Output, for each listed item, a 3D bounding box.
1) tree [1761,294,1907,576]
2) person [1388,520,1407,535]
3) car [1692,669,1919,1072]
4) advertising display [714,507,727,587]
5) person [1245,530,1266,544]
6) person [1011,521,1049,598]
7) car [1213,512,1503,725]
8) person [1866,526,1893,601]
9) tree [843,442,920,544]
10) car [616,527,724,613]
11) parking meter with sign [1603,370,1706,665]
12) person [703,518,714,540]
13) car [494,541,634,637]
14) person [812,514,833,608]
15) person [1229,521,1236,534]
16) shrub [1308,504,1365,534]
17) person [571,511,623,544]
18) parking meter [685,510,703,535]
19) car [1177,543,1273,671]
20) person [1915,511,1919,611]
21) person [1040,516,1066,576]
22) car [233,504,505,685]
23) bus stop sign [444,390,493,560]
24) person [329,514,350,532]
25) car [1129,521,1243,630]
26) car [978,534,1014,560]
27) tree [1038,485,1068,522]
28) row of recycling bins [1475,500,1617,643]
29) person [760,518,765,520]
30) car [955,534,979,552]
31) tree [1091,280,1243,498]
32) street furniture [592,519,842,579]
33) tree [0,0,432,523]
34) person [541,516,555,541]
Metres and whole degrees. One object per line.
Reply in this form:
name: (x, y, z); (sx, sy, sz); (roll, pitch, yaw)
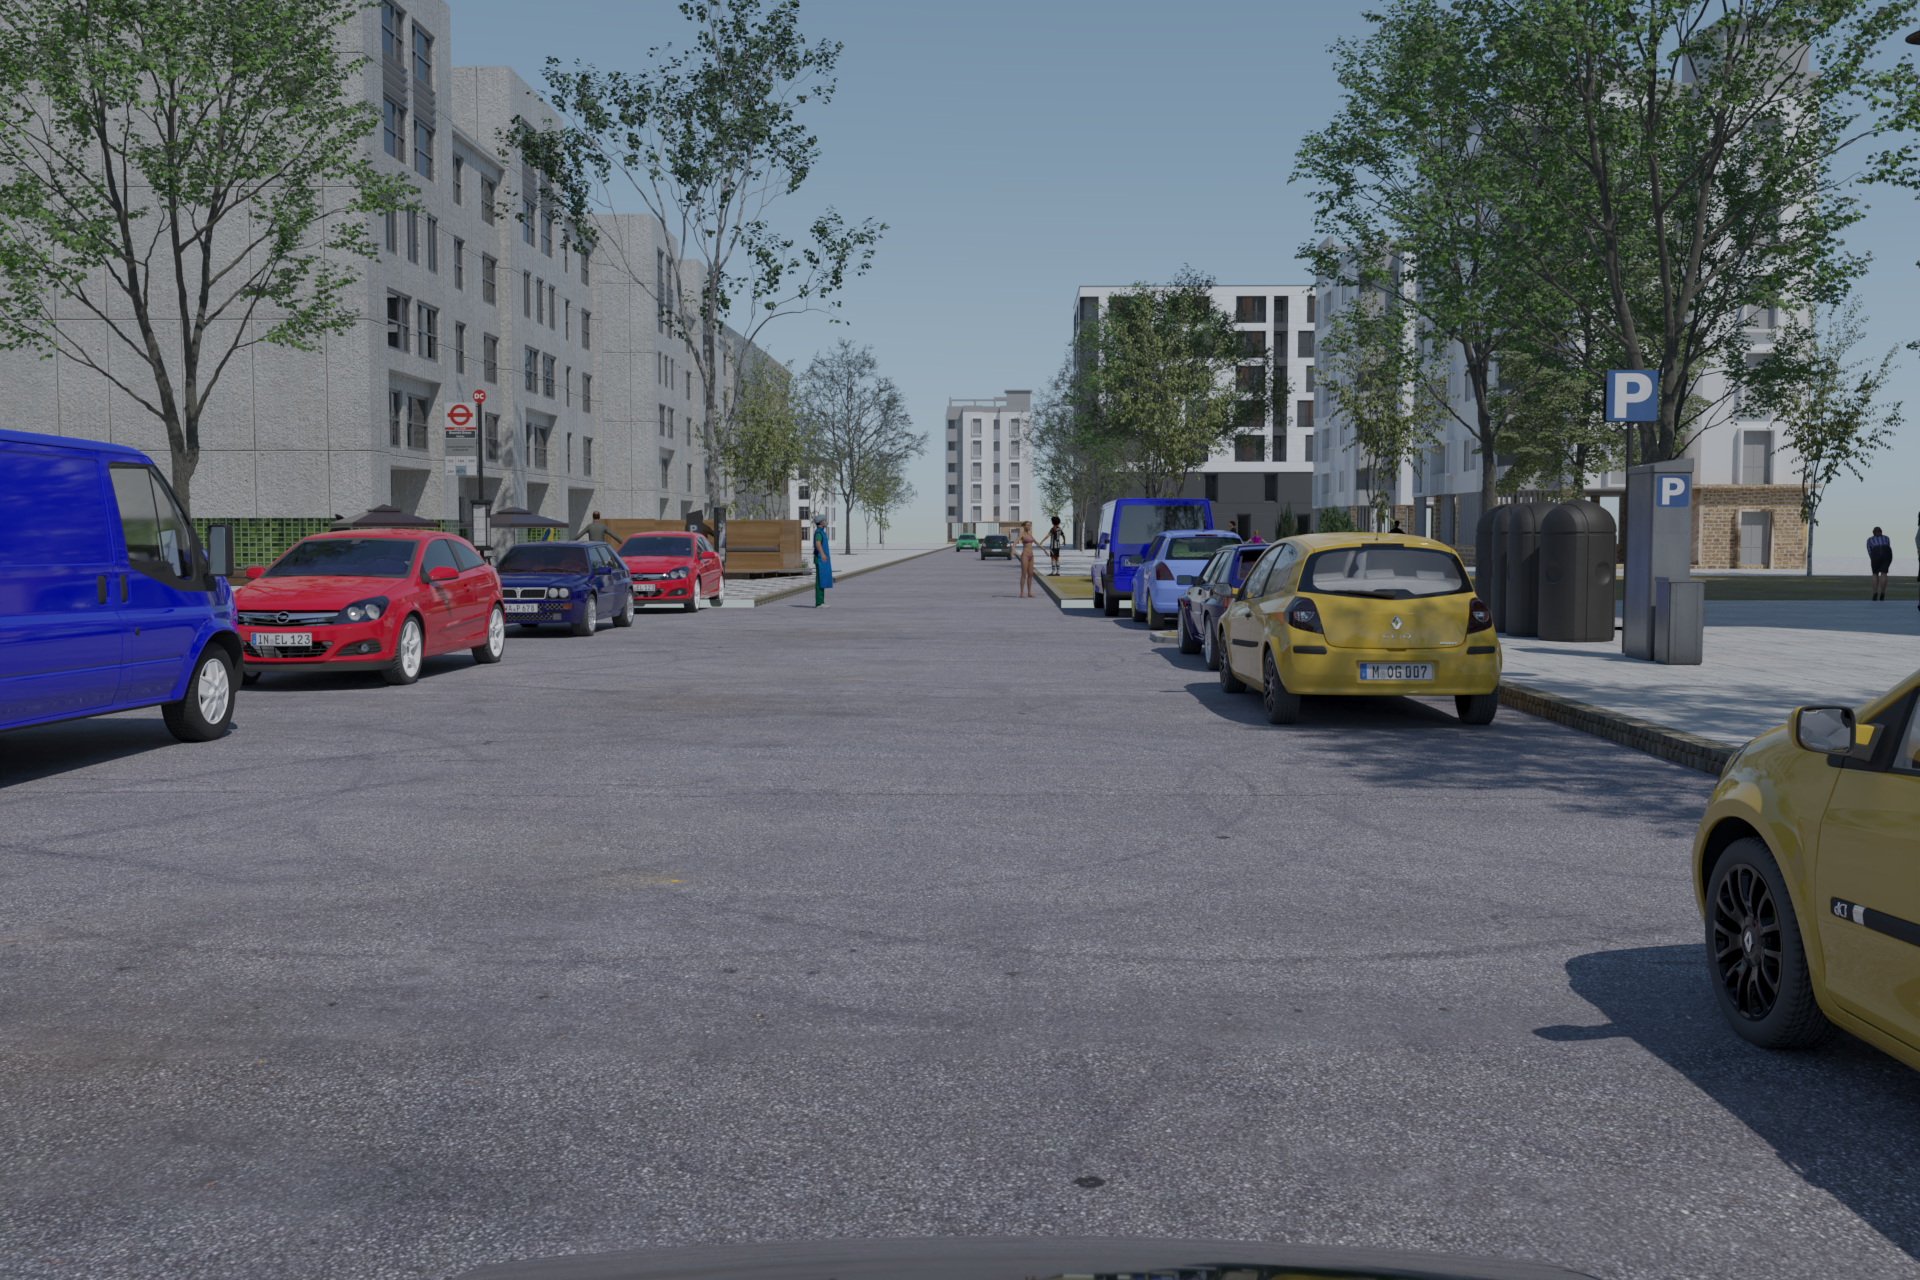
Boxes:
tree: (26.184, -6.256, 52.646); (4.737, 8.622, 4.395); (0, 3, 0)
person: (14.549, -3.111, 57.587); (1.216, 1.740, 0.721); (3, 4, 37)
car: (3.035, 0.401, 3.676); (2.015, 1.641, 3.980); (0, 4, 0)
advertising display: (-5.746, -2.220, 41.507); (0.123, 1.923, 0.974); (0, 4, 3)
person: (10.329, -3.130, 60.445); (0.991, 1.433, 0.599); (0, 4, 3)
person: (1.561, -1.817, 38.972); (1.217, 1.733, 0.721); (-3, 5, -44)
car: (3.190, -0.259, 14.451); (2.015, 1.641, 3.980); (0, 4, 1)
person: (17.654, -1.468, 33.281); (0.421, 1.427, 0.697); (1, 4, 17)
tree: (-10.542, -19.339, 226.565); (12.009, 13.543, 11.850); (0, 3, 0)
car: (-5.636, -1.459, 32.896); (2.155, 1.783, 4.494); (0, 4, 1)
parking meter with sign: (7.116, -1.309, 17.667); (0.543, 3.016, 1.738); (0, 4, 1)
person: (-6.517, -2.278, 43.386); (1.346, 1.812, 0.704); (-1, 4, -18)
car: (-5.968, -0.787, 25.450); (1.945, 1.354, 3.894); (0, 4, 1)
person: (-2.658, -1.526, 33.538); (0.704, 1.817, 1.347); (0, 4, -1)
person: (10.776, -3.825, 68.725); (0.705, 1.806, 1.347); (0, 4, 7)
shrub: (9.531, -2.459, 44.244); (1.661, 2.075, 1.752); (0, 3, 0)
person: (-8.192, -2.005, 39.056); (1.348, 1.796, 0.705); (-1, 4, -13)
parking meter: (-6.378, -2.190, 41.524); (0.399, 1.863, 0.255); (0, 4, 2)
car: (3.471, -0.424, 19.521); (1.945, 1.354, 3.894); (0, 4, 1)
person: (16.104, -1.336, 28.668); (1.217, 1.735, 0.721); (-3, 5, -40)
person: (2.879, -2.858, 52.874); (0.704, 1.843, 1.345); (3, 4, 38)
car: (-6.061, -0.535, 17.789); (2.155, 1.783, 4.494); (0, 4, 2)
bus stop sign: (-9.083, -2.652, 32.056); (0.855, 3.939, 0.416); (0, 4, 0)
person: (-17.195, -2.571, 47.966); (0.705, 1.837, 1.347); (3, 4, 37)
car: (3.645, -1.071, 27.102); (1.945, 1.707, 3.694); (0, 4, 0)
car: (2.003, -5.247, 95.571); (2.009, 1.686, 4.222); (0, 4, 1)
tree: (12.498, -17.036, 228.905); (4.737, 8.622, 4.395); (0, 3, 0)
row of recycling bins: (7.397, -0.920, 22.147); (1.069, 1.692, 3.534); (0, 4, 1)
person: (-7.000, -3.390, 61.289); (1.347, 1.847, 0.705); (2, 4, 32)
car: (0.604, -7.969, 139.082); (1.959, 1.807, 4.718); (0, 4, 2)
tree: (6.082, -6.161, 51.090); (4.737, 8.622, 4.395); (0, 3, 0)
street furniture: (-8.455, -2.857, 53.560); (11.010, 1.723, 9.812); (1, 4, 12)
tree: (-11.675, -6.117, 25.765); (9.928, 11.665, 9.643); (0, 3, 0)
person: (-11.194, -2.466, 46.784); (0.721, 1.772, 1.216); (0, 4, 1)
